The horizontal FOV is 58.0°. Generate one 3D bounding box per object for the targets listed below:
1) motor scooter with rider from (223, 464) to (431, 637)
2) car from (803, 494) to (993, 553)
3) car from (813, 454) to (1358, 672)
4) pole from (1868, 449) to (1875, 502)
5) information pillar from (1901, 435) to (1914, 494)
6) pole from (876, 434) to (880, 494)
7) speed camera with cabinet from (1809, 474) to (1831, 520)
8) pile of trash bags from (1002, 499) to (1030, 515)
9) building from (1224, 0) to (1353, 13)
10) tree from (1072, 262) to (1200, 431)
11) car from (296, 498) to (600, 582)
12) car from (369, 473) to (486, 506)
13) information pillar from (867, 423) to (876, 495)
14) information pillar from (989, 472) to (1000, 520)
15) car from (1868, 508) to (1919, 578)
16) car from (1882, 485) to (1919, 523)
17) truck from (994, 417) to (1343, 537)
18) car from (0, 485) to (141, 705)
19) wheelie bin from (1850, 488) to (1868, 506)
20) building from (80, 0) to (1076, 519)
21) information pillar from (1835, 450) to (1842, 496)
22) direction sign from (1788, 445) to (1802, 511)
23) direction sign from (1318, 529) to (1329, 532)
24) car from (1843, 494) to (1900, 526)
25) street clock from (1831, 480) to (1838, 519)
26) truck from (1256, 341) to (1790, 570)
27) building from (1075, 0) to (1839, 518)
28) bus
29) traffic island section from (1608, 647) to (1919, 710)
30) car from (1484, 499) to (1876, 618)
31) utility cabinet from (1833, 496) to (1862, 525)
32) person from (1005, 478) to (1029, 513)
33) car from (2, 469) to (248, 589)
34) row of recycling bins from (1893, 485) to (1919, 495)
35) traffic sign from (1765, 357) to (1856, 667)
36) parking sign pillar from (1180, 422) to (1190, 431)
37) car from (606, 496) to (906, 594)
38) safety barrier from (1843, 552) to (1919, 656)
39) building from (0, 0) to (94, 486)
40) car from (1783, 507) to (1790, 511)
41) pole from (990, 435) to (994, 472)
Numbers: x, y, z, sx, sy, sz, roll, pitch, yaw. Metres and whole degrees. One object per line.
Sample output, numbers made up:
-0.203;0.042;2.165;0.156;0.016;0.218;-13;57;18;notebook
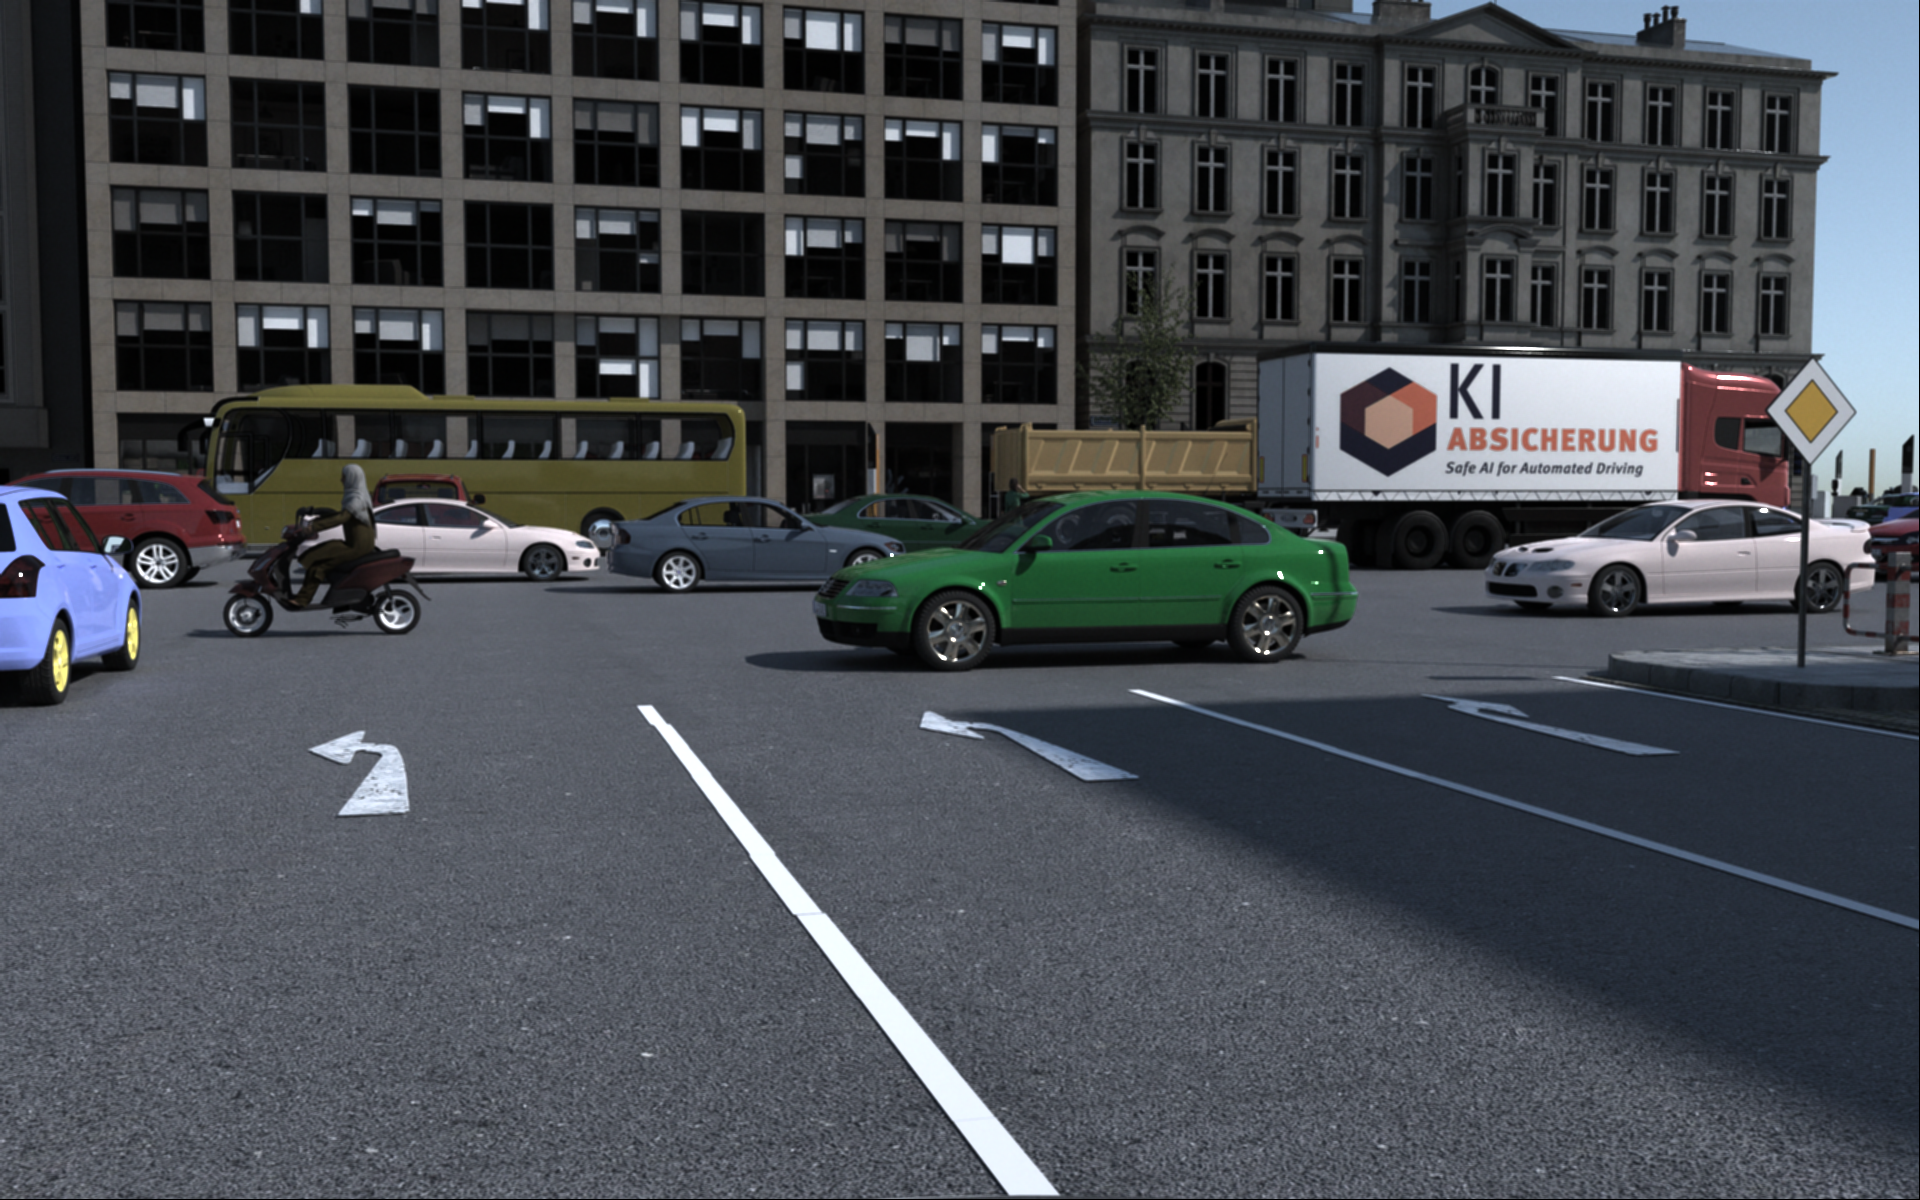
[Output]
-6.393;-0.523;17.510;1.986;1.779;0.876;-1;4;-15;motor scooter with rider
-0.835;-1.248;32.209;4.920;1.459;2.131;-1;4;-15;car
1.080;-0.384;15.077;4.718;1.807;1.959;-1;4;-15;car
41.326;-5.179;78.525;0.158;3.312;0.155;0;3;0;pole
37.552;-4.728;68.651;0.183;3.616;0.504;-1;4;-16;information pillar
-2.859;-3.999;59.221;0.158;3.312;0.155;0;3;0;pole
44.968;-5.953;91.666;0.660;3.252;2.038;-2;4;-32;speed camera with cabinet
2.882;-2.544;51.350;3.447;1.369;1.912;0;4;-4;pile of trash bags
21.118;-43.896;155.954;20.611;71.187;20.563;-1;4;-16;building
5.893;-6.420;55.322;4.737;8.622;4.395;0;3;0;tree
-8.419;-0.997;28.656;4.827;1.381;2.083;-1;4;-14;car
-10.179;-1.479;32.855;2.281;1.827;5.304;-1;4;-15;car
-2.887;-3.990;56.590;0.183;3.616;0.504;-2;4;-30;information pillar
1.131;-3.189;56.629;0.304;2.012;0.304;1;4;10;information pillar
17.089;-1.222;29.012;4.494;1.783;2.155;-1;4;-14;car
29.671;-2.592;51.969;3.694;1.707;1.945;-1;4;-15;car
5.885;-2.942;44.020;9.791;3.379;3.469;-1;4;-14;truck
-7.258;-0.198;12.823;1.945;1.707;3.694;-1;4;-15;car
43.585;-4.652;83.976;0.980;1.594;0.693;-2;4;-28;wheelie bin
-14.590;-16.232;69.905;34.151;26.468;19.350;-1;4;-16;building
46.753;-6.166;92.169;0.504;3.616;0.183;-2;4;-35;information pillar
34.871;-4.937;72.722;0.876;3.537;0.379;3;5;44;direction sign
12.471;-4.117;59.308;0.379;3.537;0.876;1;4;22;direction sign
30.400;-2.626;54.732;4.920;1.459;2.131;-1;4;-14;car
44.031;-5.054;87.204;0.358;2.002;0.471;1;4;18;street clock
11.537;-2.776;34.308;11.283;4.237;2.839;-1;4;-15;truck
19.926;-15.734;76.333;34.723;24.649;14.460;-1;4;-16;building
-11.205;-2.967;40.064;12.252;3.916;2.896;-1;4;-15;bus
6.251;0.577;12.854;2.009;0.180;2.903;-1;4;-16;traffic island section
8.810;-0.544;21.263;4.827;1.381;2.083;-1;4;-14;car
33.832;-3.357;66.048;0.306;1.237;1.020;-2;4;-26;utility cabinet
1.206;-1.856;39.092;0.600;1.795;0.529;3;4;38;person
-13.801;-1.094;26.553;5.304;1.827;2.281;-1;4;-17;car
40.485;-4.101;74.172;1.069;1.692;3.534;2;4;28;row of recycling bins
6.230;-0.558;12.771;0.795;2.450;0.064;-1;4;-16;traffic sign
8.838;-4.701;65.328;1.447;3.967;1.447;3;5;41;parking sign pillar
-3.018;-0.856;25.994;4.499;1.417;2.014;-1;4;-14;car
7.479;0.028;13.810;0.300;0.817;1.120;-1;4;-16;safety barrier
-42.239;-16.262;59.397;24.014;27.812;14.314;-1;4;-16;building
24.003;-2.712;53.925;3.694;1.707;1.945;-1;4;-16;car
1.140;-4.009;59.383;0.158;3.312;0.155;0;3;0;pole
